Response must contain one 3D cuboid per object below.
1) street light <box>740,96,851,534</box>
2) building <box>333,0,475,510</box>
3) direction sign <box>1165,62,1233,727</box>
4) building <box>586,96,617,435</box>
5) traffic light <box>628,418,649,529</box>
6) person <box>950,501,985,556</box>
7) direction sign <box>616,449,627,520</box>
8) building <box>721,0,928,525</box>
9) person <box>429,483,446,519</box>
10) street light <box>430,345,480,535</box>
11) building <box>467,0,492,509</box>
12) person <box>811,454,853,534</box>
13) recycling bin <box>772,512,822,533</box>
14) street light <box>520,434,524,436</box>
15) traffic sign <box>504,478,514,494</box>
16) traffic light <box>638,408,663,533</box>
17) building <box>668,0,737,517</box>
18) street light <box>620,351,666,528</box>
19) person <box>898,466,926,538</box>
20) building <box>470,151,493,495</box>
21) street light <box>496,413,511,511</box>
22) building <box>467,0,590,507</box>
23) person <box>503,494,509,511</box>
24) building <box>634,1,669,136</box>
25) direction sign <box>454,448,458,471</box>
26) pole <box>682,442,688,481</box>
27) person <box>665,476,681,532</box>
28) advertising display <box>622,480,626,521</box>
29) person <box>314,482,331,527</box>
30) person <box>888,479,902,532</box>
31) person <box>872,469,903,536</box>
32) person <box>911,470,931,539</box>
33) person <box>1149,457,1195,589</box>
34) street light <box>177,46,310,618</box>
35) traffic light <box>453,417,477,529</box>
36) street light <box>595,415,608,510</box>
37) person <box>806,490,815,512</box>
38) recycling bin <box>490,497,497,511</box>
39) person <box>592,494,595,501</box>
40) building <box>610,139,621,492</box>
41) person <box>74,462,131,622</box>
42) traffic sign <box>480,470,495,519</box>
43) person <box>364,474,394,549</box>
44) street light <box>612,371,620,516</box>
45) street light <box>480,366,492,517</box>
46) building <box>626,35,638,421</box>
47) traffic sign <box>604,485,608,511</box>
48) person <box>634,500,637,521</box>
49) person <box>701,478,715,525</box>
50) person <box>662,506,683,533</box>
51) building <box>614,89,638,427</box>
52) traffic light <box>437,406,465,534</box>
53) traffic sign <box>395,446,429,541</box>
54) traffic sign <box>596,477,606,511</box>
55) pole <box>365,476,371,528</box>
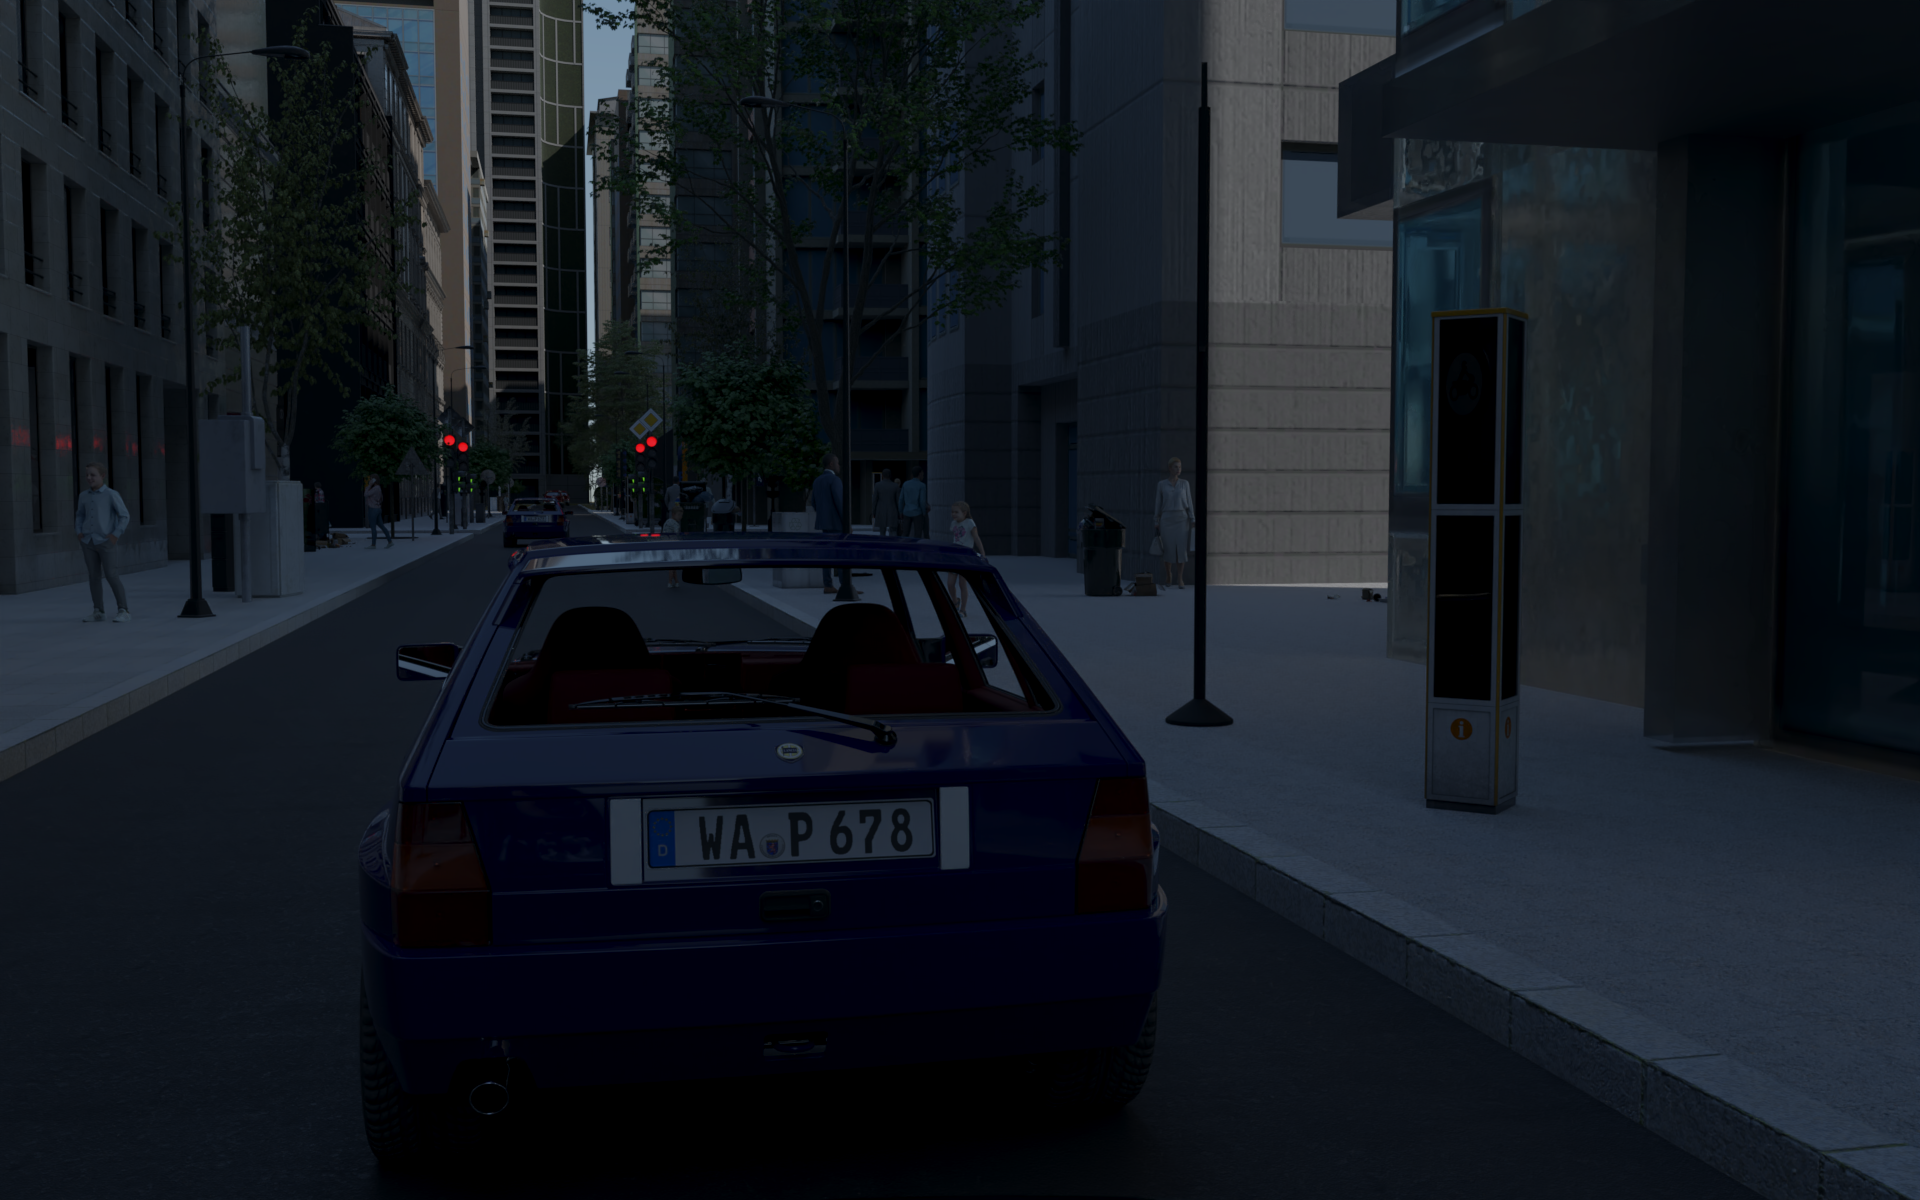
[{"bbox_3d":[-1.884,-2.934,20.509,1.470,5.913,1.316,-1,4,-13],"label":"street light"},{"bbox_3d":[-47.263,-30.025,141.023,14.600,45.320,14.200,-1,4,-13],"label":"building"},{"bbox_3d":[1.342,-1.077,9.606,0.379,3.537,0.876,1,4,8],"label":"direction sign"},{"bbox_3d":[-36.826,-39.696,238.275,27.495,52.752,28.713,-1,4,-13],"label":"building"},{"bbox_3d":[-11.889,-4.610,64.287,0.839,4.253,0.868,-1,4,-13],"label":"traffic light"},{"bbox_3d":[0.076,-0.424,17.998,0.505,1.210,0.382,2,4,35],"label":"person"},{"bbox_3d":[-17.003,-5.812,87.018,0.379,3.537,0.876,2,4,24],"label":"direction sign"},{"bbox_3d":[2.358,-26.109,81.509,28.867,44.769,22.147,-1,4,-13],"label":"building"},{"bbox_3d":[-26.339,-4.959,87.231,0.850,1.850,0.679,-2,4,-26],"label":"person"},{"bbox_3d":[-15.863,-4.992,54.160,1.470,5.913,1.316,-1,4,-13],"label":"street light"},{"bbox_3d":[-54.364,-43.986,157.430,20.563,71.187,20.611,-1,4,-13],"label":"building"},{"bbox_3d":[-1.623,-0.980,22.246,0.721,1.800,0.419,3,5,44],"label":"person"},{"bbox_3d":[-2.168,-0.692,23.876,0.722,1.027,0.722,-1,4,-18],"label":"recycling bin"},{"bbox_3d":[-34.455,-9.908,134.540,1.470,5.913,1.316,-1,4,-13],"label":"street light"},{"bbox_3d":[-35.494,-8.330,136.304,0.768,2.556,0.104,-1,4,-12],"label":"traffic sign"},{"bbox_3d":[-10.084,-4.134,56.508,0.839,4.253,0.868,-1,4,-13],"label":"traffic light"},{"bbox_3d":[-10.271,-20.267,103.072,14.160,30.474,14.107,-1,4,-13],"label":"building"},{"bbox_3d":[-10.186,-5.133,56.473,1.470,5.913,1.316,-1,4,-13],"label":"street light"},{"bbox_3d":[-0.949,-1.682,33.556,0.660,1.820,0.620,2,4,29],"label":"person"},{"bbox_3d":[-63.239,-30.306,187.386,23.993,40.220,32.217,-1,4,-13],"label":"building"},{"bbox_3d":[-26.369,-7.730,98.928,1.470,5.913,1.316,-1,4,-13],"label":"street light"},{"bbox_3d":[-59.860,-48.349,228.749,20.611,71.187,20.563,-1,4,-13],"label":"building"},{"bbox_3d":[-30.140,-6.409,115.117,0.425,1.301,0.394,0,4,3],"label":"person"},{"bbox_3d":[-20.274,-28.312,146.502,14.154,41.232,14.086,-1,4,-13],"label":"building"},{"bbox_3d":[-25.025,-5.756,86.102,0.876,3.537,0.379,3,5,43],"label":"direction sign"},{"bbox_3d":[-9.179,-3.913,57.828,0.158,3.312,0.155,0,3,0],"label":"pole"},{"bbox_3d":[-8.010,-2.595,48.745,0.678,1.792,0.850,1,4,9],"label":"person"},{"bbox_3d":[-15.513,-4.679,81.715,0.123,1.923,0.974,3,5,43],"label":"advertising display"},{"bbox_3d":[-23.705,-3.508,64.243,0.643,1.720,0.563,0,4,-4],"label":"person"},{"bbox_3d":[-2.004,-2.978,55.155,0.576,1.772,0.534,2,4,24],"label":"person"},{"bbox_3d":[-1.517,-1.870,36.716,0.694,1.812,0.767,0,4,-4],"label":"person"},{"bbox_3d":[-0.695,-1.725,34.523,0.573,1.790,0.520,0,4,3],"label":"person"},{"bbox_3d":[2.959,-1.055,23.651,0.694,1.780,0.624,1,4,18],"label":"person"},{"bbox_3d":[-7.438,-2.781,18.012,1.470,5.913,1.316,-1,4,-13],"label":"street light"},{"bbox_3d":[-17.985,-4.522,62.862,0.839,4.253,0.868,-1,4,-13],"label":"traffic light"},{"bbox_3d":[-20.656,-7.884,101.439,1.470,5.913,1.316,-1,4,-13],"label":"street light"},{"bbox_3d":[-4.120,-2.535,48.039,0.362,1.759,0.519,-1,4,-20],"label":"person"},{"bbox_3d":[-35.755,-7.383,133.258,0.722,1.027,0.722,1,4,15],"label":"recycling bin"},{"bbox_3d":[-45.585,-12.726,216.656,0.705,1.812,1.348,2,4,28],"label":"person"},{"bbox_3d":[-33.849,-31.801,203.547,14.154,41.232,14.086,-1,4,-13],"label":"building"},{"bbox_3d":[-8.654,-0.585,17.420,0.589,1.601,0.330,1,4,16],"label":"person"},{"bbox_3d":[-24.729,-5.544,90.755,0.768,2.556,0.104,-1,4,-12],"label":"traffic sign"},{"bbox_3d":[-13.619,-2.075,40.560,0.643,1.750,0.593,0,4,-5],"label":"person"},{"bbox_3d":[-12.411,-5.708,65.864,1.470,5.913,1.316,-1,4,-13],"label":"street light"},{"bbox_3d":[-17.839,-5.520,62.785,1.470,5.913,1.316,-1,4,-13],"label":"street light"},{"bbox_3d":[-20.816,-33.599,168.956,23.786,49.044,30.456,-1,4,-13],"label":"building"},{"bbox_3d":[-26.067,-7.818,127.926,0.768,2.556,0.104,-1,4,-9],"label":"traffic sign"},{"bbox_3d":[-13.935,-4.175,74.478,0.590,1.801,0.661,-2,4,-24],"label":"person"},{"bbox_3d":[-7.722,-2.808,52.434,0.782,1.767,0.515,0,4,4],"label":"person"},{"bbox_3d":[-4.401,-0.815,26.505,0.352,1.250,0.332,0,4,-6],"label":"person"},{"bbox_3d":[-30.405,-33.004,189.729,14.600,45.320,14.200,-1,4,-13],"label":"building"},{"bbox_3d":[-16.180,-4.047,55.083,0.839,4.253,0.868,-1,4,-13],"label":"traffic light"},{"bbox_3d":[-14.944,-2.890,47.255,0.884,2.594,0.081,-1,4,-9],"label":"traffic sign"},{"bbox_3d":[-26.392,-7.792,127.507,0.768,2.556,0.104,-1,4,-9],"label":"traffic sign"},{"bbox_3d":[-22.109,-4.330,64.642,0.158,3.312,0.155,0,3,0],"label":"pole"}]
